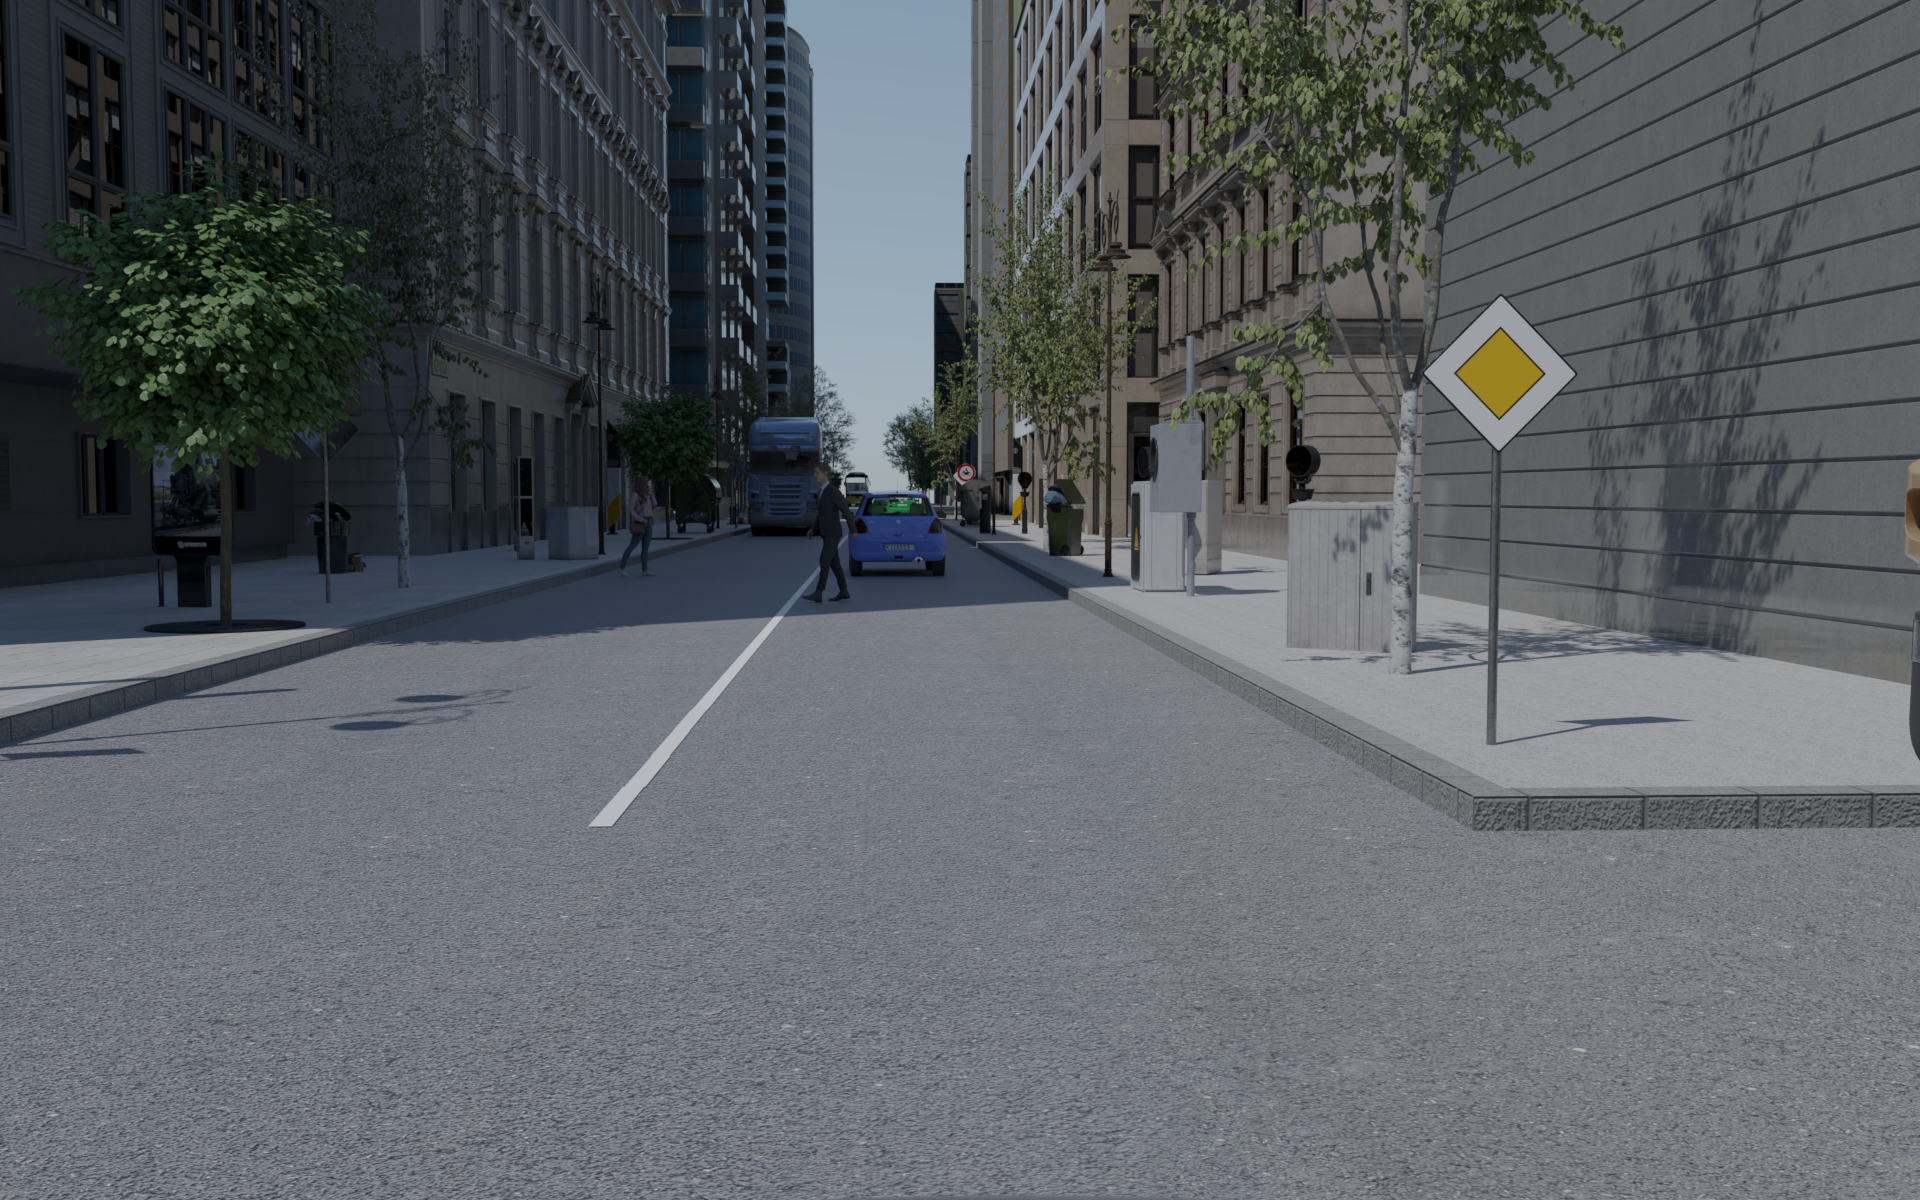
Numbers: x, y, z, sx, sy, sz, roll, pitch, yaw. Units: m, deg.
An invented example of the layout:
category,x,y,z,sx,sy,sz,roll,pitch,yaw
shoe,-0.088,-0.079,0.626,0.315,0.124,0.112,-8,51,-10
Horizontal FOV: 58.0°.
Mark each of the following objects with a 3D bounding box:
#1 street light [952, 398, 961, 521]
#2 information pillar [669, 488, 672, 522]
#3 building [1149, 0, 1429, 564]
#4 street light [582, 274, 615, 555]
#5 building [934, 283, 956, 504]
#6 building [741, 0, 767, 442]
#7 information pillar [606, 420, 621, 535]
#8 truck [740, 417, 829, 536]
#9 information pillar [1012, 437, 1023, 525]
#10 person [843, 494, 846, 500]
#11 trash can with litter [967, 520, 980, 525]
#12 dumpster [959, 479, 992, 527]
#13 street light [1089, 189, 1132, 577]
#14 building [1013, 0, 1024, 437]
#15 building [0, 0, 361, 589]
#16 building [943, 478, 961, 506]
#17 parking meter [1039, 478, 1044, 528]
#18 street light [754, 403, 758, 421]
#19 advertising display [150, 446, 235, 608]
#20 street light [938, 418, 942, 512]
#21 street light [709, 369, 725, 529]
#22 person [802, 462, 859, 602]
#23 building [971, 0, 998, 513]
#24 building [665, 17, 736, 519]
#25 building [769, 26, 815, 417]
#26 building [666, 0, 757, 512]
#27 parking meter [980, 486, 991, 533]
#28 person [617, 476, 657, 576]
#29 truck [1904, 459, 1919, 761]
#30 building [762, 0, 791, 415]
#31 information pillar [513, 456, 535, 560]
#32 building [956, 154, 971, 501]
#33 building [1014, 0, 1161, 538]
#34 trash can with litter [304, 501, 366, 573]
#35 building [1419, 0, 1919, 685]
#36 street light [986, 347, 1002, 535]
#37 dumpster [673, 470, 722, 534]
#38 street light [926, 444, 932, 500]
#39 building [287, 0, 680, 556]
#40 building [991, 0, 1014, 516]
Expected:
category,x,y,z,sx,sy,sz,roll,pitch,yaw
street light,-0.174,-6.771,83.500,0.468,5.910,1.993,0,4,-3
information pillar,-13.534,-5.418,79.946,0.183,3.616,0.504,1,4,19
building,10.657,-10.749,40.371,10.561,19.102,19.286,0,4,-3
street light,-7.589,-3.897,36.500,0.468,5.910,1.993,0,4,-3
building,3.372,-28.441,236.713,14.160,30.474,14.107,0,4,-3
building,-23.570,-30.207,143.988,14.600,45.320,14.200,0,4,-3
information pillar,-10.919,-3.870,54.629,0.504,3.616,0.183,2,4,28
truck,-6.317,-4.689,66.423,2.967,4.110,18.799,0,4,-3
information pillar,2.365,-4.877,71.090,0.504,3.616,0.183,3,5,44
person,-10.544,-8.869,156.759,0.557,1.426,1.065,1,4,22
trash can with litter,0.620,-3.658,71.198,0.624,1.170,1.055,-1,4,-19
dumpster,0.608,-3.821,68.226,1.264,1.857,1.865,0,4,-2
street light,2.296,-3.295,26.667,0.468,5.910,1.993,0,4,-3
building,9.766,-25.076,93.586,14.154,41.232,14.086,0,4,-3
building,-18.275,-13.962,21.789,14.314,27.812,24.014,0,4,-3
building,14.181,-32.170,217.860,32.217,40.220,23.993,0,4,-3
parking meter,3.079,-3.618,64.865,0.255,1.863,0.399,0,4,3
street light,-9.961,-6.900,85.600,0.468,5.910,1.993,0,4,-3
advertising display,-8.683,-0.880,19.596,0.974,1.923,0.123,1,4,11
street light,-1.135,-7.983,103.314,0.468,5.910,1.993,0,4,-3
street light,-8.976,-5.582,64.061,0.468,5.910,1.993,0,4,-3
person,-1.792,-0.900,22.999,0.755,1.850,0.659,-2,4,-26
building,11.293,-35.868,128.443,21.231,58.520,28.212,0,4,-3
building,-29.019,-24.619,94.395,32.217,40.220,23.993,0,4,-3
building,-29.158,-41.138,214.607,21.231,58.520,28.212,0,4,-3
building,-26.070,-30.694,121.456,23.786,49.044,30.456,0,4,-3
parking meter,0.823,-2.944,56.547,0.372,1.533,0.369,0,3,0
person,-5.630,-1.289,30.172,0.643,1.750,0.593,1,4,18
truck,8.248,-0.986,5.031,11.283,4.237,2.839,0,4,-1
building,-28.118,-53.262,183.512,22.319,86.520,31.000,0,4,-3
information pillar,-8.521,-1.800,33.930,0.304,2.012,0.304,-2,4,-23
building,7.259,-23.154,150.262,14.160,30.474,14.107,0,4,-3
building,13.006,-16.070,67.262,19.350,26.468,34.151,0,4,-3
trash can with litter,-10.163,-1.031,28.245,0.624,1.170,1.055,0,4,7
building,20.859,-14.618,16.494,29.804,29.767,11.434,0,4,-3
street light,1.070,-5.005,54.614,0.468,5.910,1.993,0,4,-3
dumpster,-8.684,-3.336,57.039,1.502,2.255,1.985,0,4,-2
street light,-2.355,-9.743,132.081,0.468,5.910,1.993,0,4,-3
building,-19.838,-17.113,56.210,17.030,29.872,44.131,0,4,-3
building,9.374,-27.979,107.574,14.600,45.320,14.200,0,4,-3
